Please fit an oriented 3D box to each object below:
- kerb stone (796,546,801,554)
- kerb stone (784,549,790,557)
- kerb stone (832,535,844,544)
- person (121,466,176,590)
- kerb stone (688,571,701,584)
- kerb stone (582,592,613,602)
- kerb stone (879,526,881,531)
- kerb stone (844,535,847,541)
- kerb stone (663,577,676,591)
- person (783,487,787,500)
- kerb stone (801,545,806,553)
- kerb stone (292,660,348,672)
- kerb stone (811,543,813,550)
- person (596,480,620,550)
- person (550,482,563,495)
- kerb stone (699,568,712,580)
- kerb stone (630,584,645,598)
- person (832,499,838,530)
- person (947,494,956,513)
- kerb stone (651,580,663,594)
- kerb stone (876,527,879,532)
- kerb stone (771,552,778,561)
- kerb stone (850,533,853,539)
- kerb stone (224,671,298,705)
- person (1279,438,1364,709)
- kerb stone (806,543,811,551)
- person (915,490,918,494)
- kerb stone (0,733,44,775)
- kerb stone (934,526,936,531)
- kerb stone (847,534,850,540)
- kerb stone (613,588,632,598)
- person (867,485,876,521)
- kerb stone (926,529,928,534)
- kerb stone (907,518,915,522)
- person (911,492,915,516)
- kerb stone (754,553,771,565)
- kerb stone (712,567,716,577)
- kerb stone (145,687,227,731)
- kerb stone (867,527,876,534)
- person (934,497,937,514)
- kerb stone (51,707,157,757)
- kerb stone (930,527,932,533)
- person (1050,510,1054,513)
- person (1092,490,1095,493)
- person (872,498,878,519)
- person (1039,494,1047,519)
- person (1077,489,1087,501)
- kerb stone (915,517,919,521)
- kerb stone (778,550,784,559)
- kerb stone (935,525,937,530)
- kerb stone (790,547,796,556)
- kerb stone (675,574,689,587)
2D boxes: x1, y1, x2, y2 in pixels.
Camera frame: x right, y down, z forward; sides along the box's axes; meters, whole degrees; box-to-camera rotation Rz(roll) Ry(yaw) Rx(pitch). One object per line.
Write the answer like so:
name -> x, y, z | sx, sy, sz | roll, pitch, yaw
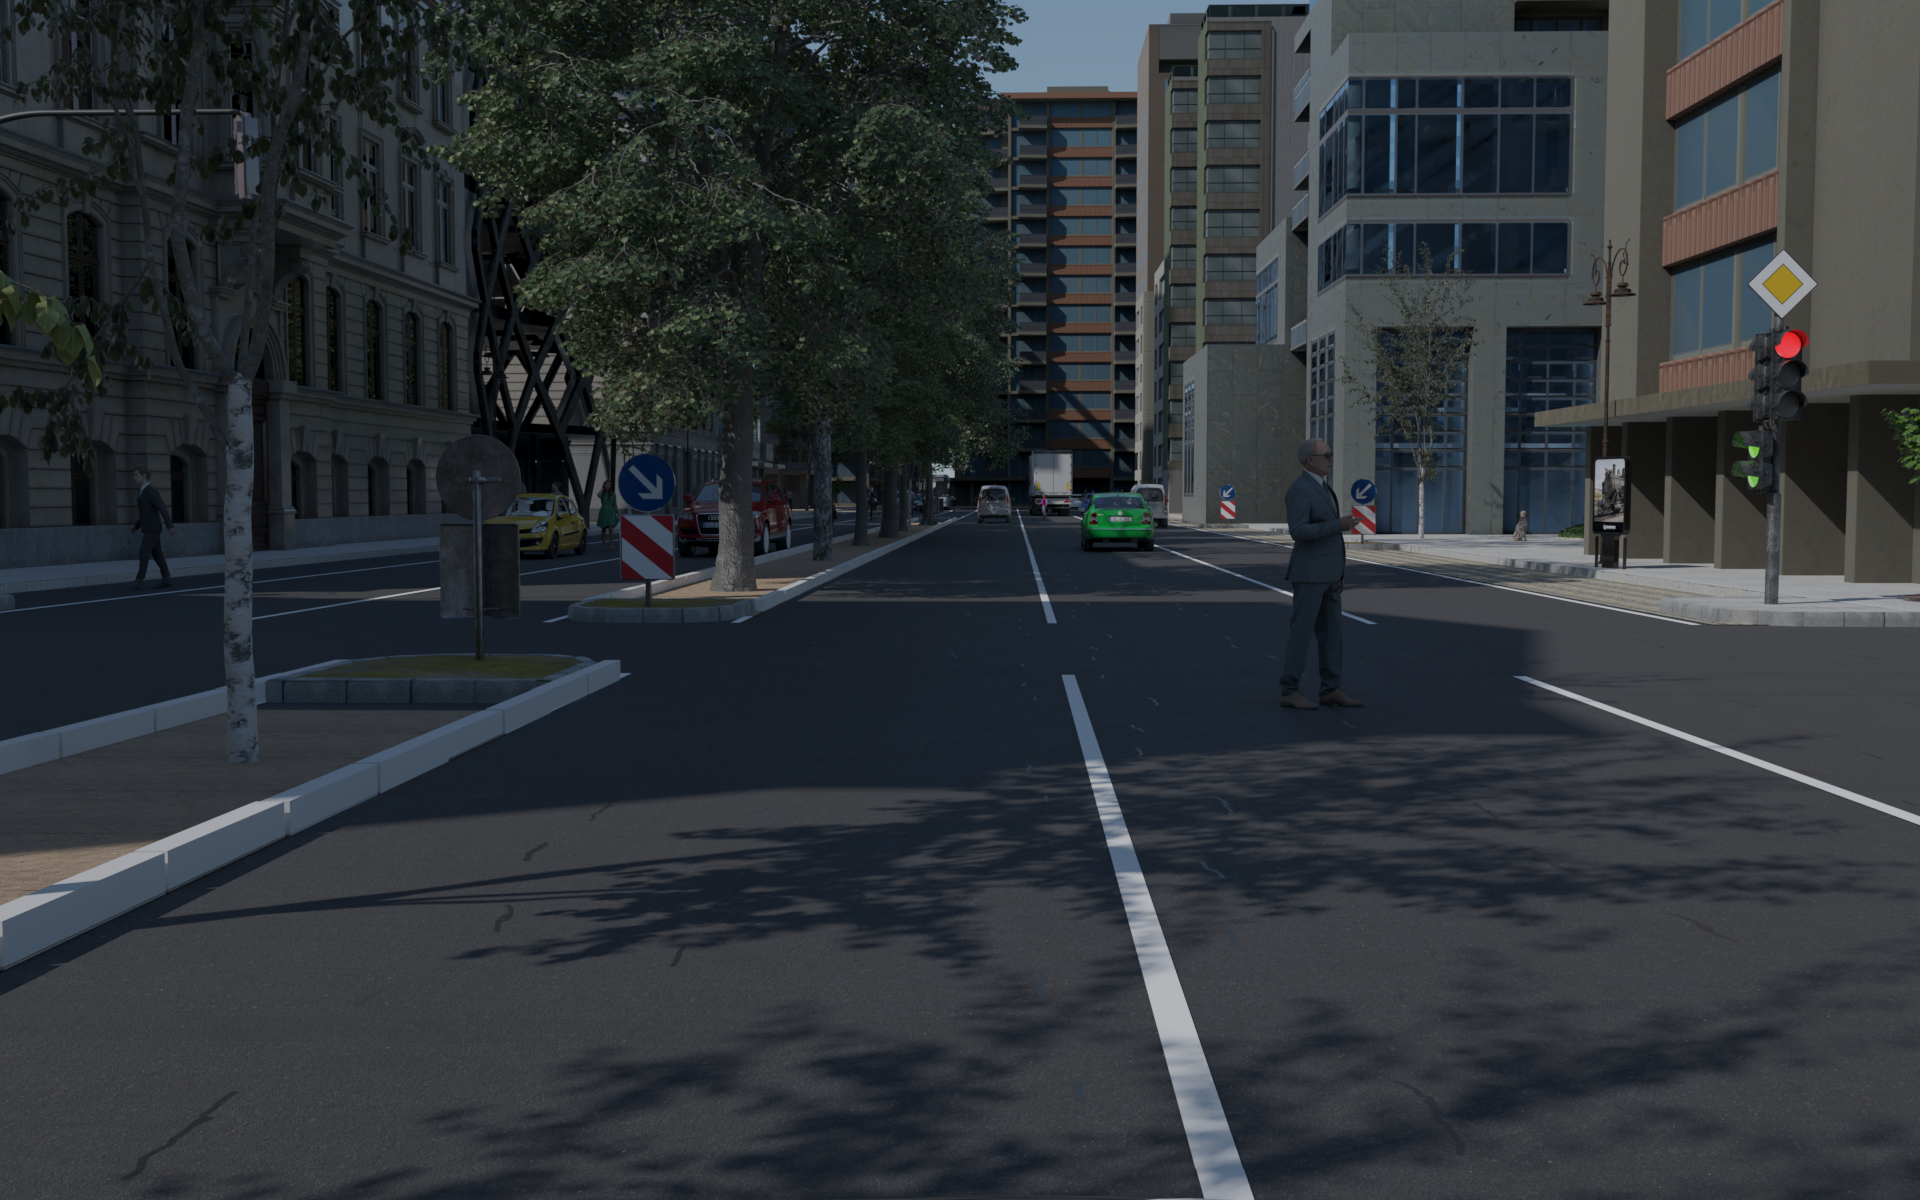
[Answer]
kerb stone -> -3.949, -1.153, 41.075 | 0.120, 0.150, 1.000 | 0, 4, 2
kerb stone -> -4.004, -1.030, 39.031 | 0.120, 0.150, 1.000 | 0, 4, 2
kerb stone -> -3.636, -1.783, 51.348 | 0.120, 0.150, 1.000 | 0, 4, 2
person -> -12.257, -1.088, 26.064 | 0.755, 1.850, 0.659 | -2, 4, -35
kerb stone -> -4.345, -0.341, 27.771 | 0.120, 0.150, 1.000 | 0, 4, 2
kerb stone -> -4.541, 0.035, 21.628 | 0.120, 0.150, 1.000 | 0, 4, 2
kerb stone -> -3.186, -2.661, 65.699 | 0.120, 0.150, 1.000 | 0, 4, 2
kerb stone -> -3.601, -1.846, 52.369 | 0.120, 0.150, 1.000 | 0, 4, 2
kerb stone -> -4.412, -0.216, 25.722 | 0.120, 0.150, 1.000 | 0, 4, 2
person -> -13.587, -7.873, 134.787 | 0.705, 1.821, 1.348 | 0, 4, -2
kerb stone -> -3.916, -1.217, 42.097 | 0.120, 0.150, 1.000 | 0, 4, 2
kerb stone -> -4.797, 0.569, 12.939 | 0.120, 0.150, 1.000 | 0, 4, 2
kerb stone -> -3.861, -1.342, 44.148 | 0.120, 0.150, 1.000 | 0, 4, 2
person -> -9.054, -2.187, 44.512 | 0.600, 1.795, 0.529 | -2, 4, -25
person -> -11.575, -2.477, 49.332 | 0.599, 1.781, 0.374 | 1, 4, 11
kerb stone -> -4.320, -0.404, 28.793 | 0.120, 0.150, 1.000 | 0, 4, 2
kerb stone -> -4.473, -0.090, 23.671 | 0.120, 0.150, 1.000 | 0, 4, 2
person -> -5.035, -3.404, 68.833 | 0.373, 1.253, 0.362 | 3, 5, 43
person -> -0.633, -7.386, 132.449 | 0.628, 1.438, 0.799 | 1, 4, 9
kerb stone -> -4.439, -0.150, 24.700 | 0.120, 0.150, 1.000 | 0, 4, 2
kerb stone -> -3.231, -2.598, 64.674 | 0.120, 0.150, 1.000 | 0, 4, 2
kerb stone -> -4.072, -0.905, 36.988 | 0.120, 0.150, 1.000 | 0, 4, 2
kerb stone -> -3.533, -1.969, 54.428 | 0.120, 0.150, 1.000 | 0, 4, 2
kerb stone -> -4.833, 0.629, 11.907 | 0.120, 0.150, 1.000 | 0, 4, 2
person -> 2.445, -0.176, 11.548 | 0.590, 1.801, 0.661 | 2, 4, 31
kerb stone -> -3.886, -1.280, 43.126 | 0.120, 0.150, 1.000 | 0, 4, 2
person -> -4.389, -9.984, 171.755 | 0.705, 1.823, 1.348 | -2, 4, -33
kerb stone -> -4.925, 0.819, 8.827 | 0.120, 0.150, 1.000 | 0, 4, 2
kerb stone -> -1.098, -2.656, 65.634 | 0.120, 0.150, 1.000 | 0, 4, 2
kerb stone -> -3.573, -1.904, 53.391 | 0.120, 0.150, 1.000 | 0, 4, 2
kerb stone -> -4.499, -0.028, 22.649 | 0.120, 0.150, 1.000 | 0, 4, 2
person -> -4.816, -5.202, 92.911 | 0.648, 1.900, 0.474 | 0, 4, -3
kerb stone -> -1.283, -2.280, 59.467 | 0.120, 0.150, 1.000 | 0, 4, 2
kerb stone -> -2.522, -4.038, 88.213 | 0.120, 0.150, 1.000 | 0, 4, 2
person -> -3.253, -6.252, 110.586 | 0.599, 1.838, 0.709 | -3, 5, -45
kerb stone -> -4.098, -0.842, 35.966 | 0.120, 0.150, 1.000 | 0, 4, 2
kerb stone -> -4.288, -0.466, 29.815 | 0.120, 0.150, 1.000 | 0, 4, 2
kerb stone -> -4.860, 0.695, 10.879 | 0.120, 0.150, 1.000 | 0, 4, 2
kerb stone -> -3.265, -2.533, 63.650 | 0.120, 0.150, 1.000 | 0, 4, 2
person -> -1.700, -7.030, 124.115 | 0.621, 1.740, 0.551 | -2, 4, -29
kerb stone -> -4.893, 0.758, 9.854 | 0.120, 0.150, 1.000 | 0, 4, 2
kerb stone -> -1.196, -2.466, 62.548 | 0.120, 0.150, 1.000 | 0, 4, 2
person -> 7.005, -7.422, 130.375 | 0.721, 1.766, 1.217 | 2, 4, 33
person -> 11.055, -8.256, 143.927 | 0.568, 1.767, 0.683 | -2, 4, -23
person -> -5.105, -5.414, 100.215 | 0.628, 1.438, 0.799 | 1, 4, 14
person -> 4.740, -5.315, 98.630 | 0.599, 1.433, 0.991 | -1, 4, -22
person -> 9.797, -7.716, 134.744 | 1.348, 1.812, 0.705 | 0, 4, -3
kerb stone -> -2.393, -4.288, 92.301 | 0.120, 0.150, 1.000 | 0, 4, 2
kerb stone -> -4.045, -0.967, 38.010 | 0.120, 0.150, 1.000 | 0, 4, 2
kerb stone -> -1.073, -2.714, 66.661 | 0.120, 0.150, 1.000 | 0, 4, 2
kerb stone -> -3.981, -1.087, 40.054 | 0.120, 0.150, 1.000 | 0, 4, 2
kerb stone -> -4.382, -0.278, 26.748 | 0.120, 0.150, 1.000 | 0, 4, 2
